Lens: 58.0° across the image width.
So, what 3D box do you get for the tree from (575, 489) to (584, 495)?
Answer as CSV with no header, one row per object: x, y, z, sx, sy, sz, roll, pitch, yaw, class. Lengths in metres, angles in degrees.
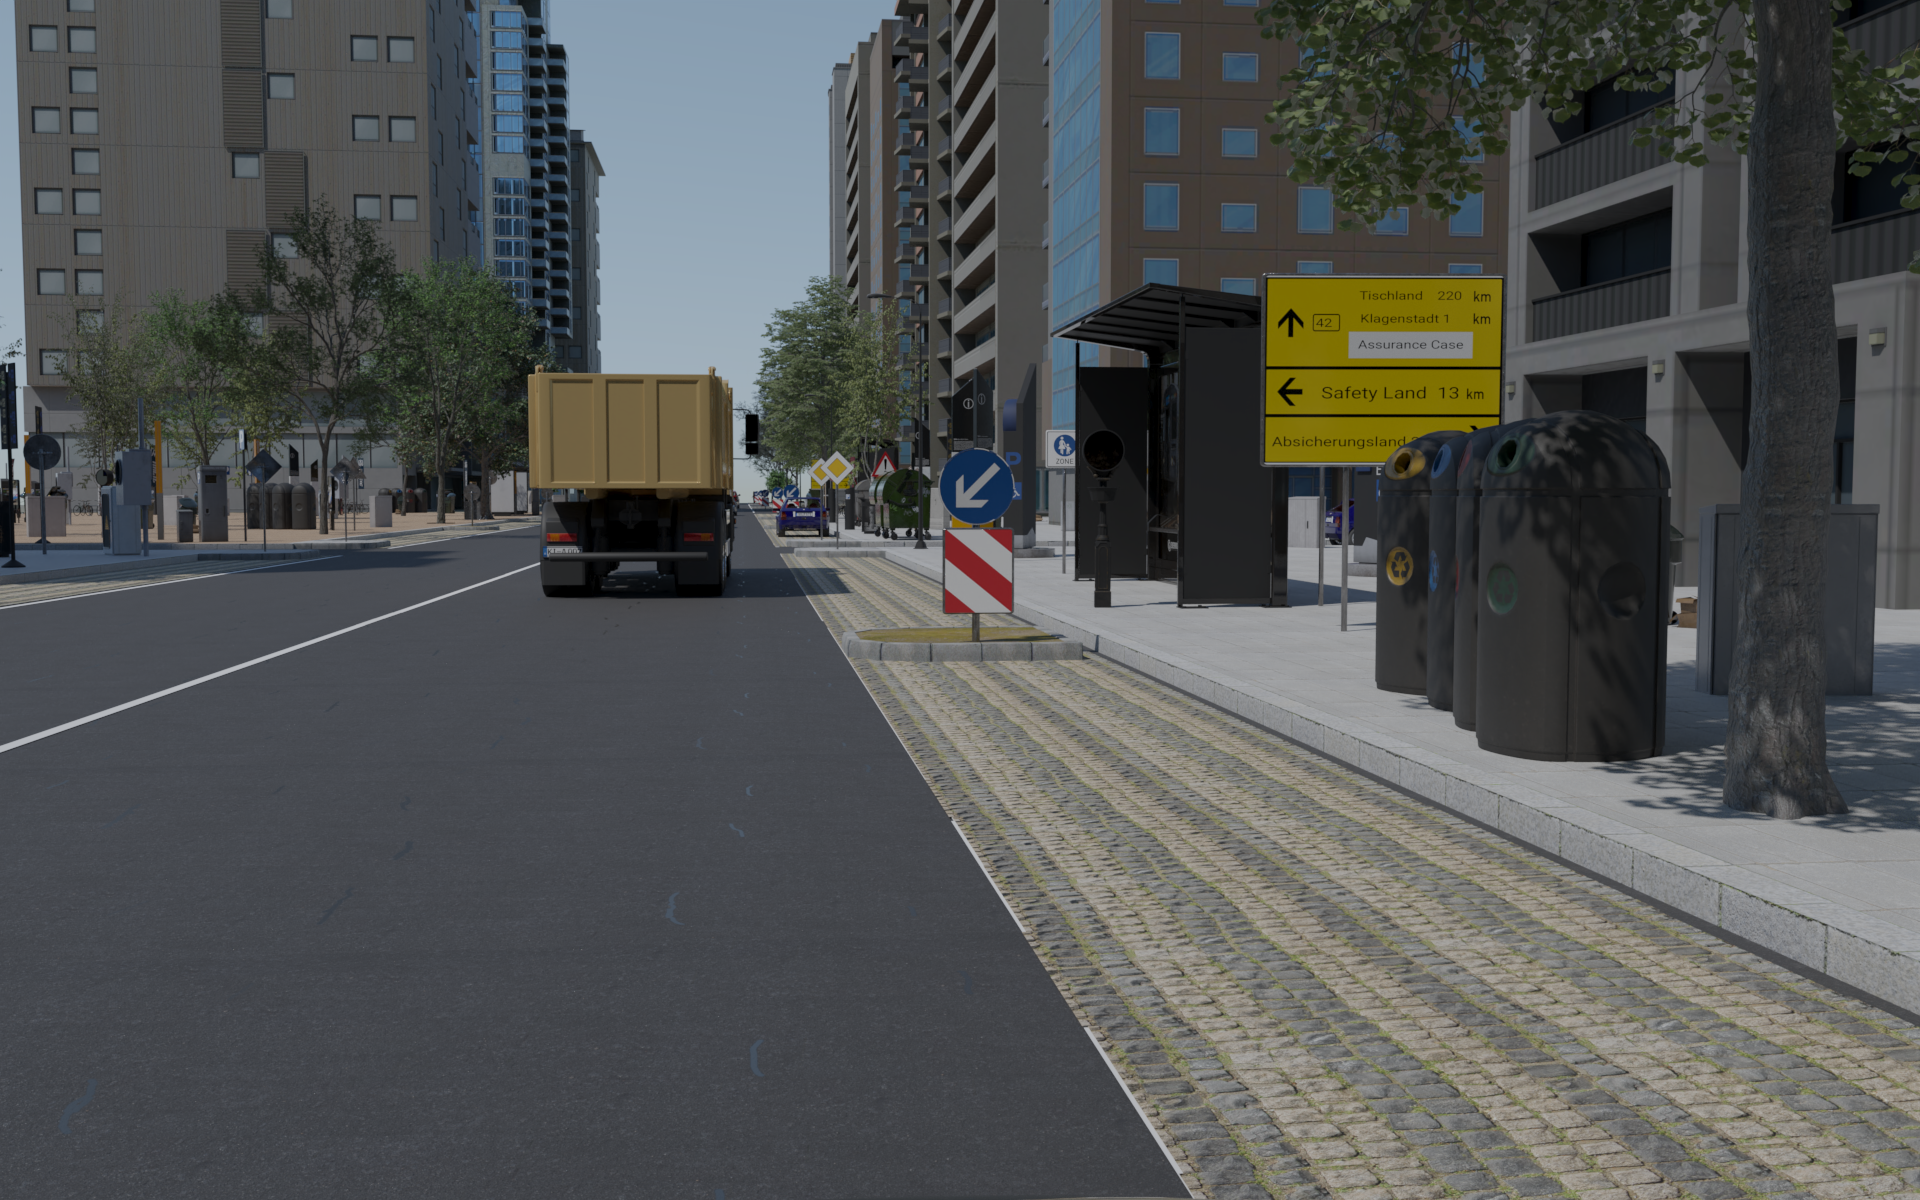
-30.992,-9.078,143.021,1.663,3.219,1.824,0,3,0,tree

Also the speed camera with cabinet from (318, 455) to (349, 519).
-32.112,-5.773,88.732,2.038,3.252,0.660,3,5,41,speed camera with cabinet

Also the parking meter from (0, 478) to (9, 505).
-35.398,-3.579,64.232,0.255,1.863,0.399,-2,4,-35,parking meter

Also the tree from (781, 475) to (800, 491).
-19.522,-12.331,196.213,1.663,3.219,1.824,0,3,0,tree

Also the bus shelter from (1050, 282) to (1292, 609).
2.565,-1.906,22.448,1.731,3.624,6.357,0,4,-7,bus shelter

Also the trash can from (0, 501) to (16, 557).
-19.578,-1.438,35.166,0.748,1.137,0.748,0,3,0,trash can

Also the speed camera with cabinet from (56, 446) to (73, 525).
-37.574,-4.780,72.495,0.660,3.252,2.038,-2,4,-32,speed camera with cabinet

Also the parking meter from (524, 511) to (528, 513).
-28.875,-6.515,114.925,0.372,1.533,0.369,0,3,0,parking meter

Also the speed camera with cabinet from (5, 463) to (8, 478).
-60.709,-7.042,109.480,0.660,3.252,2.038,1,4,22,speed camera with cabinet

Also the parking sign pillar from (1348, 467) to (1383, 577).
6.808,-2.366,27.162,1.447,3.967,1.447,-2,4,-32,parking sign pillar

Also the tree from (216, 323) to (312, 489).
-30.398,-7.636,75.205,4.737,8.622,4.395,0,3,0,tree

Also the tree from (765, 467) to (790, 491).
-21.783,-13.683,207.435,4.285,4.588,4.351,0,3,0,tree

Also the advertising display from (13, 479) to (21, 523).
-41.862,-4.357,76.450,0.974,1.923,0.123,2,4,24,advertising display

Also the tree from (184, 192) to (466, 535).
-20.199,-7.338,54.383,8.767,10.594,7.601,0,4,-7,tree

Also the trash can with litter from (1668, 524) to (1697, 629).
6.965,-0.335,16.868,0.624,1.170,1.055,-3,5,-41,trash can with litter

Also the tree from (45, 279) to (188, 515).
-29.459,-6.717,60.191,4.360,8.622,3.978,0,3,0,tree

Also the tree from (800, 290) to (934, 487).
-3.136,-6.923,63.546,4.737,8.622,4.395,0,3,0,tree

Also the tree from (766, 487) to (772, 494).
-27.135,-15.566,249.108,1.663,3.219,1.824,0,3,0,tree

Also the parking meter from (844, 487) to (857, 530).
-3.956,-3.287,62.155,0.372,1.533,0.369,0,3,0,parking meter

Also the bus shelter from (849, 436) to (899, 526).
-3.641,-5.030,73.517,1.731,3.624,6.357,0,4,-7,bus shelter

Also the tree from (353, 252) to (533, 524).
-22.380,-9.103,74.596,9.928,11.665,9.643,0,3,0,tree

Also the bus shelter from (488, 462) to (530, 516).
-26.697,-6.606,101.926,2.014,3.302,5.546,0,4,-7,bus shelter

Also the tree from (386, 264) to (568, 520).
-23.767,-10.384,86.787,9.611,12.733,9.660,0,3,0,tree

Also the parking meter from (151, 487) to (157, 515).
-49.357,-6.141,106.111,0.399,1.863,0.255,1,4,22,parking meter

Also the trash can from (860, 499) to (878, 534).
-2.873,-2.702,55.825,0.748,1.137,0.748,0,3,0,trash can

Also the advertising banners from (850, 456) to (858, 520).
-4.651,-5.129,80.053,0.090,3.025,2.074,-2,4,-26,advertising banners

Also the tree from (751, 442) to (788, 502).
-29.488,-21.257,273.302,9.928,11.665,9.643,0,3,0,tree

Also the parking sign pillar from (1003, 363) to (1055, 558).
1.217,-2.857,35.184,1.447,3.967,1.447,1,4,14,parking sign pillar

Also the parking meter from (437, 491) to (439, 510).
-34.725,-6.555,115.589,0.372,1.533,0.369,0,3,0,parking meter

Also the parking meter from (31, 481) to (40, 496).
-40.846,-4.333,76.548,0.399,1.863,0.255,2,4,28,parking meter

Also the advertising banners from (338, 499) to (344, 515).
-37.364,-6.625,104.505,0.090,3.025,2.074,0,4,-4,advertising banners

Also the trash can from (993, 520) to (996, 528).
0.541,-1.768,40.554,0.748,1.137,0.748,0,3,0,trash can

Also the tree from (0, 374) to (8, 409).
-16.660,-2.649,27.025,4.285,4.588,4.351,0,3,0,tree

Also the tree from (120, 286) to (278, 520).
-38.183,-9.890,87.450,9.928,11.665,9.643,0,3,0,tree

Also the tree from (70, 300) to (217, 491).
-32.195,-7.114,66.676,4.737,8.622,4.395,0,3,0,tree

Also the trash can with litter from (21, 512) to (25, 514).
-61.439,-6.208,112.554,1.678,1.210,2.233,-3,5,-41,trash can with litter

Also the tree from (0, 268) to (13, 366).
-30.623,-6.241,52.409,4.360,8.622,3.978,0,3,0,tree

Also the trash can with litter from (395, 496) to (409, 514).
-35.425,-6.021,109.835,0.624,1.170,1.055,0,4,3,trash can with litter

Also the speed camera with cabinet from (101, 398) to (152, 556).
-17.419,-2.557,36.145,0.660,3.252,2.038,-3,4,-37,speed camera with cabinet

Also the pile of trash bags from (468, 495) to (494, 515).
-29.961,-6.061,108.850,1.912,1.369,3.447,-1,4,-13,pile of trash bags

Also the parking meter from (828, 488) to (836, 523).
-5.694,-4.213,77.288,0.372,1.533,0.369,0,3,0,parking meter

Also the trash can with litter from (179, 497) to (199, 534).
-25.046,-2.760,56.518,1.055,1.170,0.624,3,5,45,trash can with litter

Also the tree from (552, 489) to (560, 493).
-27.383,-7.450,116.410,1.663,3.219,1.824,0,3,0,tree

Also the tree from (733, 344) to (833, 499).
-13.377,-14.072,140.441,12.009,13.543,11.850,0,3,0,tree

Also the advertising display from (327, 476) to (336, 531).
-22.219,-3.427,61.241,0.123,1.923,0.974,-2,4,-27,advertising display

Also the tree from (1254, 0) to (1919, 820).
2.955,-5.428,6.868,7.486,12.596,7.792,0,3,0,tree

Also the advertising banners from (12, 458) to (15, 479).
-46.374,-5.381,84.167,0.090,3.025,2.074,0,4,-4,advertising banners

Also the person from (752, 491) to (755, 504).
-28.961,-14.352,243.085,0.705,1.831,1.348,0,4,7,person
